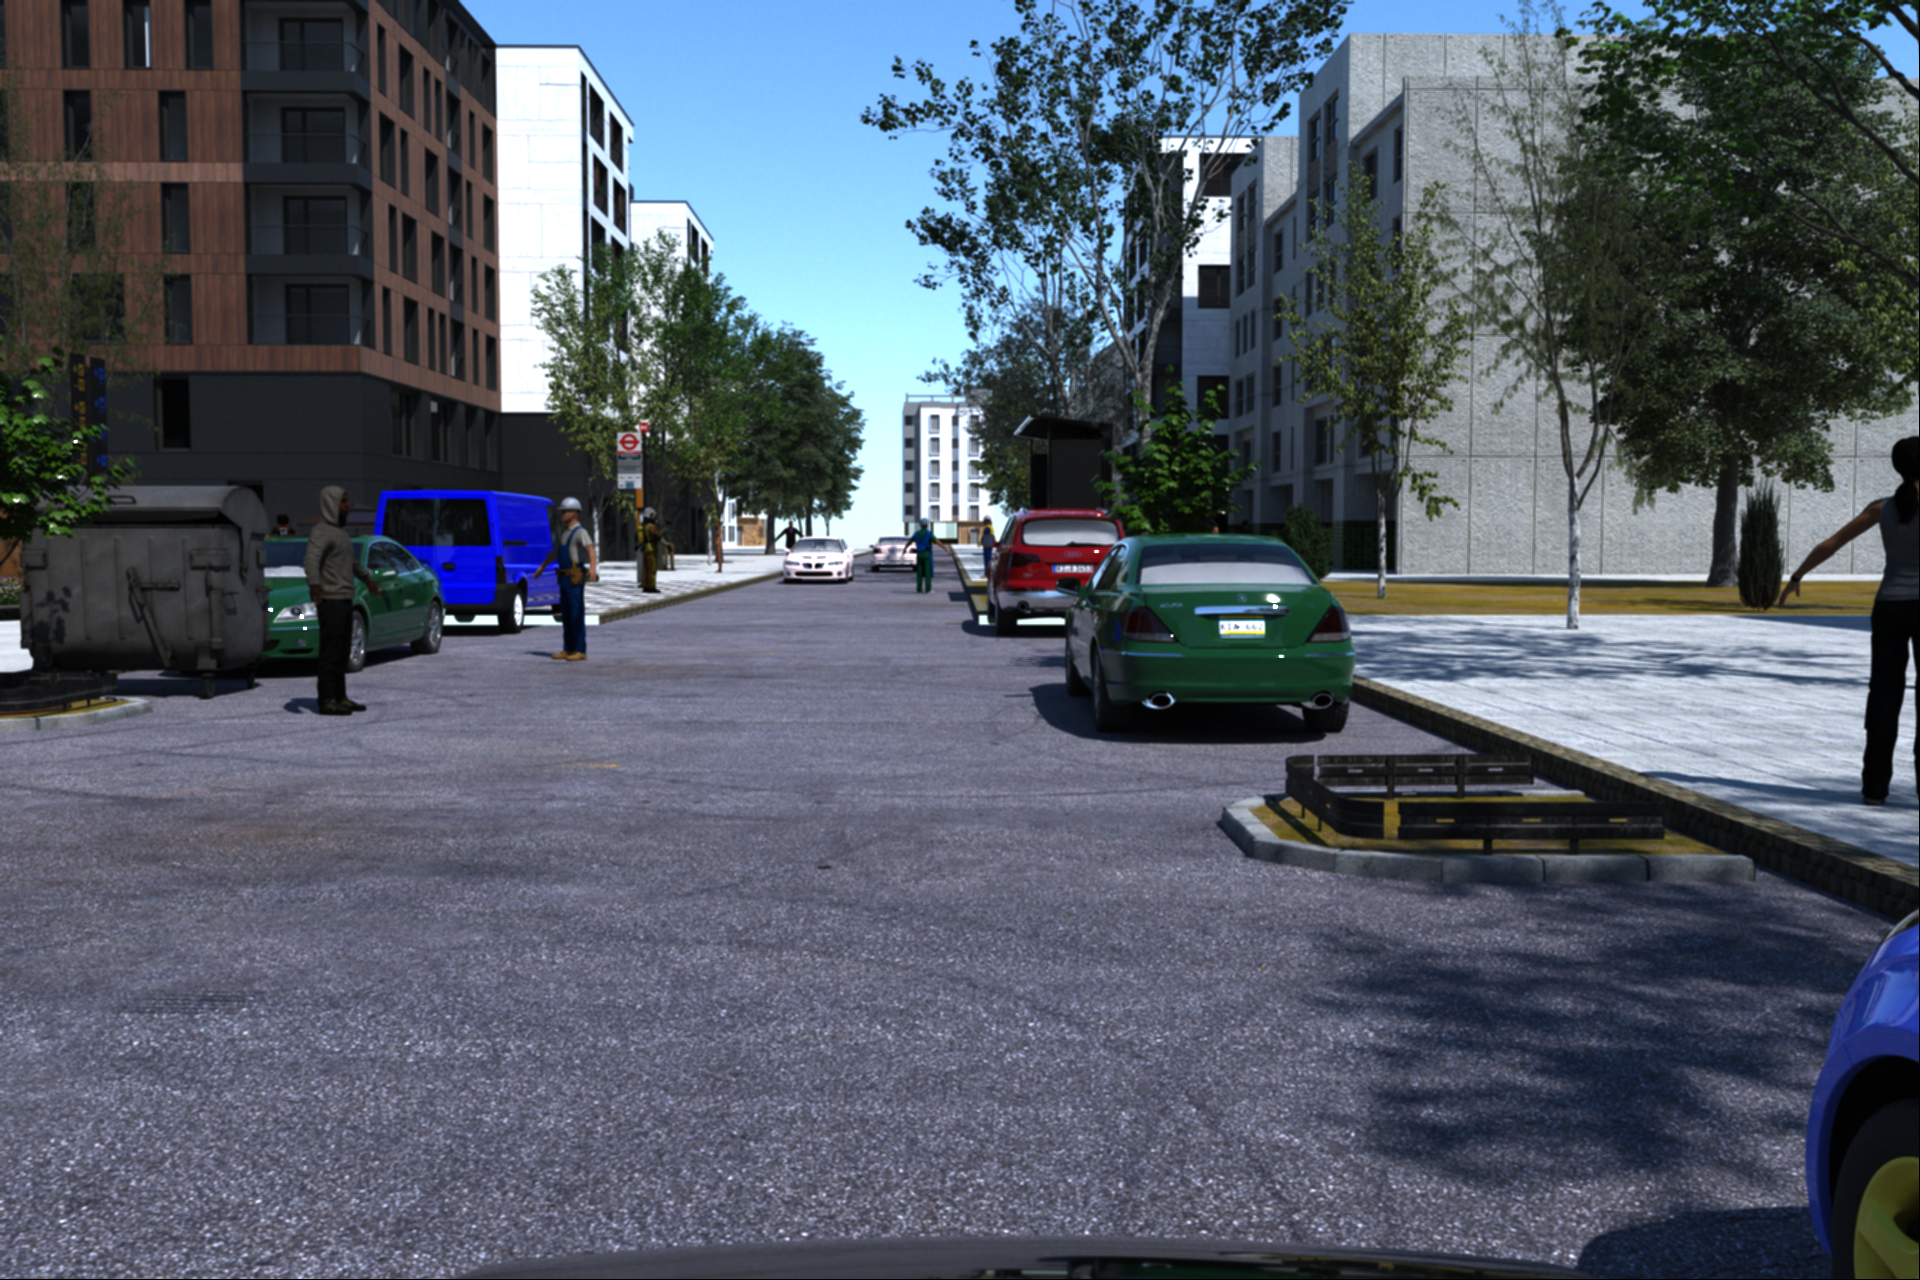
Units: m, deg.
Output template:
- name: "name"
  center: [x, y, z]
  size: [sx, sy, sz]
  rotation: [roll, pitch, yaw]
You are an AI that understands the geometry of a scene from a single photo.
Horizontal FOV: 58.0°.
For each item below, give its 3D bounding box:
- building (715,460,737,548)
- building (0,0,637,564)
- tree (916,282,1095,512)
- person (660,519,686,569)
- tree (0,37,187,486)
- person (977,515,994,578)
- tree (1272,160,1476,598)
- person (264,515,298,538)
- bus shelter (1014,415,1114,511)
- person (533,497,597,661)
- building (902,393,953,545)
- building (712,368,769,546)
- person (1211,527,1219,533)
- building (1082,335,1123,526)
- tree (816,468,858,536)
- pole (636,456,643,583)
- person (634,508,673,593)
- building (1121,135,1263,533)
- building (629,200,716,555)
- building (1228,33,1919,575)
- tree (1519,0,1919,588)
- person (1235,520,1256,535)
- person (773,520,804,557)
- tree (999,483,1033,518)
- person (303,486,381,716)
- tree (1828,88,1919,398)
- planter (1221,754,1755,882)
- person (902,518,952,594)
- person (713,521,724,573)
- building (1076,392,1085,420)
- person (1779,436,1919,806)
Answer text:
- name: "building"
  center: [-26.336, -13.930, 169.902]
  size: [9.099, 9.664, 28.070]
  rotation: [0, 4, 0]
- name: "building"
  center: [-29.789, -13.844, 70.329]
  size: [27.936, 21.610, 32.646]
  rotation: [0, 4, -1]
- name: "tree"
  center: [2.987, -16.890, 132.033]
  size: [12.611, 20.169, 13.585]
  rotation: [0, 3, 0]
- name: "person"
  center: [-10.218, -3.329, 60.701]
  size: [1.348, 1.796, 0.705]
  rotation: [-2, 4, -28]
- name: "tree"
  center: [-13.872, -4.669, 26.695]
  size: [4.360, 8.622, 3.978]
  rotation: [0, 3, 0]
- name: "person"
  center: [0.774, -2.719, 50.418]
  size: [0.705, 1.833, 1.349]
  rotation: [1, 4, 14]
- name: "tree"
  center: [8.298, -5.120, 34.069]
  size: [4.737, 8.622, 4.395]
  rotation: [0, 3, 0]
- name: "person"
  center: [-18.985, -2.595, 48.569]
  size: [1.345, 1.843, 0.704]
  rotation: [-2, 4, -32]
- name: "bus shelter"
  center: [2.182, -2.811, 37.240]
  size: [1.731, 3.624, 6.357]
  rotation: [0, 4, -1]
- name: "person"
  center: [-4.442, -0.697, 19.716]
  size: [0.705, 1.847, 1.347]
  rotation: [-3, 5, -41]
- name: "building"
  center: [-7.140, -22.312, 223.677]
  size: [11.380, 20.090, 16.016]
  rotation: [0, 4, 2]
- name: "building"
  center: [-26.784, -20.235, 187.265]
  size: [16.016, 20.090, 11.380]
  rotation: [0, 4, 0]
- name: "person"
  center: [4.717, -1.390, 31.994]
  size: [0.991, 1.433, 0.599]
  rotation: [0, 4, -6]
- name: "building"
  center: [21.089, -19.754, 153.901]
  size: [19.493, 23.208, 18.063]
  rotation: [0, 4, -1]
- name: "tree"
  center: [-16.903, -17.958, 219.372]
  size: [9.928, 11.665, 9.643]
  rotation: [0, 3, 0]
- name: "pole"
  center: [-8.345, -3.138, 45.156]
  size: [0.158, 3.312, 0.155]
  rotation: [0, 3, 0]
- name: "person"
  center: [-6.743, -1.956, 37.746]
  size: [0.705, 1.858, 1.354]
  rotation: [-3, 5, -44]
- name: "building"
  center: [23.568, -16.003, 105.625]
  size: [27.936, 21.610, 32.646]
  rotation: [0, 4, -1]
- name: "building"
  center: [-30.616, -15.907, 104.047]
  size: [27.936, 21.610, 32.646]
  rotation: [0, 4, -1]
- name: "building"
  center: [21.960, -12.455, 70.100]
  size: [16.747, 18.905, 31.486]
  rotation: [0, 4, -1]
- name: "tree"
  center: [18.492, -8.252, 41.583]
  size: [9.857, 13.997, 8.962]
  rotation: [0, 3, 0]
- name: "person"
  center: [9.327, -3.043, 56.476]
  size: [1.216, 1.740, 0.721]
  rotation: [2, 4, 28]
- name: "person"
  center: [-6.392, -3.627, 65.529]
  size: [1.346, 1.802, 0.704]
  rotation: [-1, 4, -11]
- name: "tree"
  center: [8.482, -17.451, 219.740]
  size: [7.601, 10.594, 8.767]
  rotation: [0, 4, 3]
- name: "person"
  center: [-4.959, -0.320, 13.819]
  size: [0.705, 1.813, 1.348]
  rotation: [0, 4, 1]
- name: "tree"
  center: [16.087, -4.753, 28.080]
  size: [4.737, 8.622, 4.395]
  rotation: [0, 3, 0]
- name: "planter"
  center: [2.280, 0.796, 8.125]
  size: [1.991, 0.319, 1.994]
  rotation: [0, 4, -1]
- name: "person"
  center: [-0.840, -2.027, 41.717]
  size: [1.347, 1.817, 0.704]
  rotation: [2, 4, 29]
- name: "person"
  center: [-8.097, -3.106, 57.592]
  size: [0.721, 1.733, 1.217]
  rotation: [-1, 4, -13]
- name: "building"
  center: [22.003, -22.015, 190.877]
  size: [19.493, 23.208, 18.063]
  rotation: [0, 3, 0]
- name: "person"
  center: [4.498, -0.083, 8.161]
  size: [1.217, 1.737, 0.721]
  rotation: [3, 5, 40]
